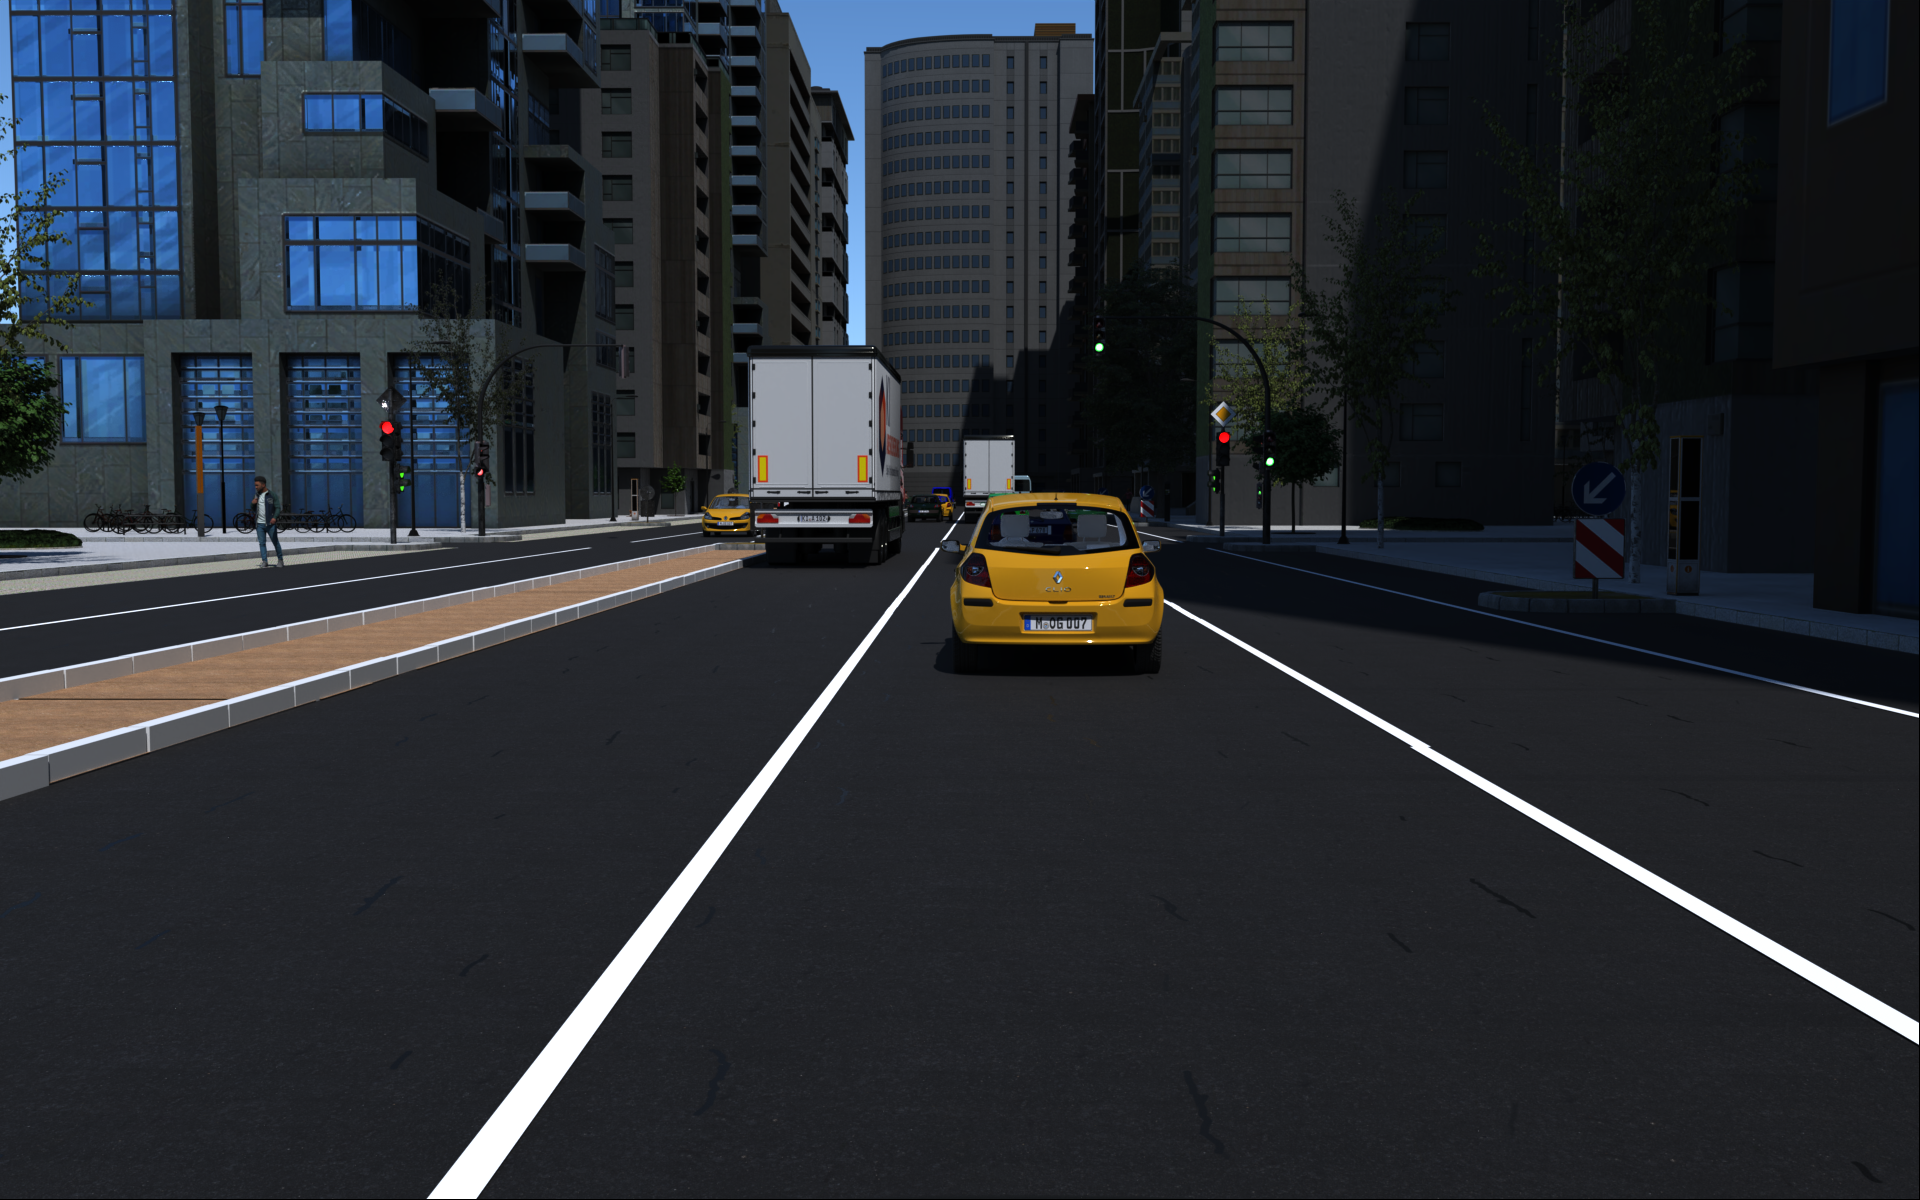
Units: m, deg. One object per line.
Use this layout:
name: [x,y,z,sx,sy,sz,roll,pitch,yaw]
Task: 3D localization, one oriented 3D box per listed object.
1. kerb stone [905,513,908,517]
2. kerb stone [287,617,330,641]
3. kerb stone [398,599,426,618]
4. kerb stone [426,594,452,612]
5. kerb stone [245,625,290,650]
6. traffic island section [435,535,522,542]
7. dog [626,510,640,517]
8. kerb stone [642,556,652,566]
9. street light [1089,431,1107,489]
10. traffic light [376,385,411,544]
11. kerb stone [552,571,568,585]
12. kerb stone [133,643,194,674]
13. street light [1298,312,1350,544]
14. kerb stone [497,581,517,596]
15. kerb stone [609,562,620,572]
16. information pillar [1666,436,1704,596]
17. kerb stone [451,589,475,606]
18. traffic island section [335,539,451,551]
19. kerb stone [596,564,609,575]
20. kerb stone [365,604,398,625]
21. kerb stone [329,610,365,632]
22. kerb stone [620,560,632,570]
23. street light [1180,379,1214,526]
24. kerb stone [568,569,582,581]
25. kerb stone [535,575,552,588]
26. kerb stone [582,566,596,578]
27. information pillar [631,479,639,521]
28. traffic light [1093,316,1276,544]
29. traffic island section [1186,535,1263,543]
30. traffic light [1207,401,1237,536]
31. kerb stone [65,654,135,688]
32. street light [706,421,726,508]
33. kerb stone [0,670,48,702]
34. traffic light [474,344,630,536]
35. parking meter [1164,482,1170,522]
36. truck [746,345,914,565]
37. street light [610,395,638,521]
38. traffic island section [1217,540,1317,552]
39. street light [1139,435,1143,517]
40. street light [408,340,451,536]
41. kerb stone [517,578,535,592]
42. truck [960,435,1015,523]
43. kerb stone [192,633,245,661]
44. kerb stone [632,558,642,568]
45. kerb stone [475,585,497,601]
kerb stone: [-3.442,-5.750,116.211,0.120,0.150,1.000,0,4,1]
kerb stone: [-6.556,0.301,17.266,0.120,0.150,1.000,0,4,1]
kerb stone: [-6.521,0.114,20.339,0.120,0.150,1.000,0,4,1]
kerb stone: [-6.515,0.054,21.365,0.120,0.150,1.000,0,4,1]
kerb stone: [-6.572,0.367,16.245,0.120,0.150,1.000,0,4,1]
traffic island section: [-14.573,-1.863,52.739,2.009,0.180,2.903,0,4,1]
dog: [-18.426,-4.887,97.632,0.748,0.427,0.550,3,5,43]
kerb stone: [-6.381,-0.765,34.706,0.120,0.150,1.000,0,4,1]
street light: [10.210,-9.479,127.518,1.470,5.913,1.316,0,4,1]
traffic light: [-14.614,-3.407,44.619,0.839,4.253,0.868,0,4,1]
kerb stone: [-6.443,-0.326,27.528,0.120,0.150,1.000,0,4,1]
kerb stone: [-6.588,0.489,14.194,0.120,0.150,1.000,0,4,1]
street light: [9.323,-4.394,44.378,1.470,5.913,1.316,0,4,1]
kerb stone: [-6.481,-0.133,24.438,0.120,0.150,1.000,0,4,1]
kerb stone: [-6.419,-0.578,31.638,0.120,0.150,1.000,0,4,1]
information pillar: [9.163,-1.064,21.896,0.304,2.012,0.304,0,4,-1]
kerb stone: [-6.509,-0.011,22.387,0.120,0.150,1.000,0,4,1]
traffic island section: [-14.654,-1.375,44.754,2.009,0.180,2.903,0,4,1]
kerb stone: [-6.423,-0.515,30.616,0.120,0.150,1.000,0,4,1]
kerb stone: [-6.528,0.176,19.317,0.120,0.150,1.000,0,4,1]
kerb stone: [-6.546,0.239,18.290,0.120,0.150,1.000,0,4,1]
kerb stone: [-6.401,-0.640,32.662,0.120,0.150,1.000,0,4,1]
street light: [9.556,-5.951,69.845,1.470,5.913,1.316,0,4,1]
kerb stone: [-6.443,-0.389,28.557,0.120,0.150,1.000,0,4,1]
kerb stone: [-6.460,-0.263,26.501,0.120,0.150,1.000,0,4,1]
kerb stone: [-6.428,-0.452,29.591,0.120,0.150,1.000,0,4,1]
information pillar: [-15.733,-4.854,83.857,0.304,2.012,0.304,0,4,0]
traffic light: [5.753,-4.258,44.286,4.771,5.953,1.251,0,4,1]
traffic island section: [7.967,-1.849,52.505,2.009,0.180,2.903,0,4,1]
traffic light: [7.927,-3.882,52.391,0.839,4.253,0.868,0,4,1]
kerb stone: [-6.596,0.554,13.173,0.120,0.150,1.000,0,4,1]
street light: [-15.472,-8.388,109.677,1.470,5.913,1.316,0,4,1]
kerb stone: [-6.610,0.615,12.151,0.120,0.150,1.000,0,4,1]
traffic light: [-12.440,-4.768,52.618,4.771,5.953,1.251,0,4,1]
parking meter: [9.697,-4.604,80.989,0.255,1.863,0.399,1,4,9]
truck: [-2.658,-3.018,38.251,2.839,4.237,11.283,0,4,1]
street light: [-15.739,-6.639,81.094,1.470,5.913,1.316,0,4,1]
traffic island section: [7.886,-1.360,44.520,2.009,0.180,2.903,0,4,1]
street light: [9.863,-7.724,98.836,1.470,5.913,1.316,0,4,1]
street light: [-16.083,-4.891,52.511,1.470,5.913,1.316,0,4,1]
kerb stone: [-6.473,-0.199,25.465,0.120,0.150,1.000,0,4,1]
truck: [1.412,-6.049,87.809,2.839,4.237,11.283,0,4,0]
kerb stone: [-6.575,0.427,15.216,0.120,0.150,1.000,0,4,1]
kerb stone: [-6.392,-0.700,33.684,0.120,0.150,1.000,0,4,1]
kerb stone: [-6.495,-0.074,23.410,0.120,0.150,1.000,0,4,1]
